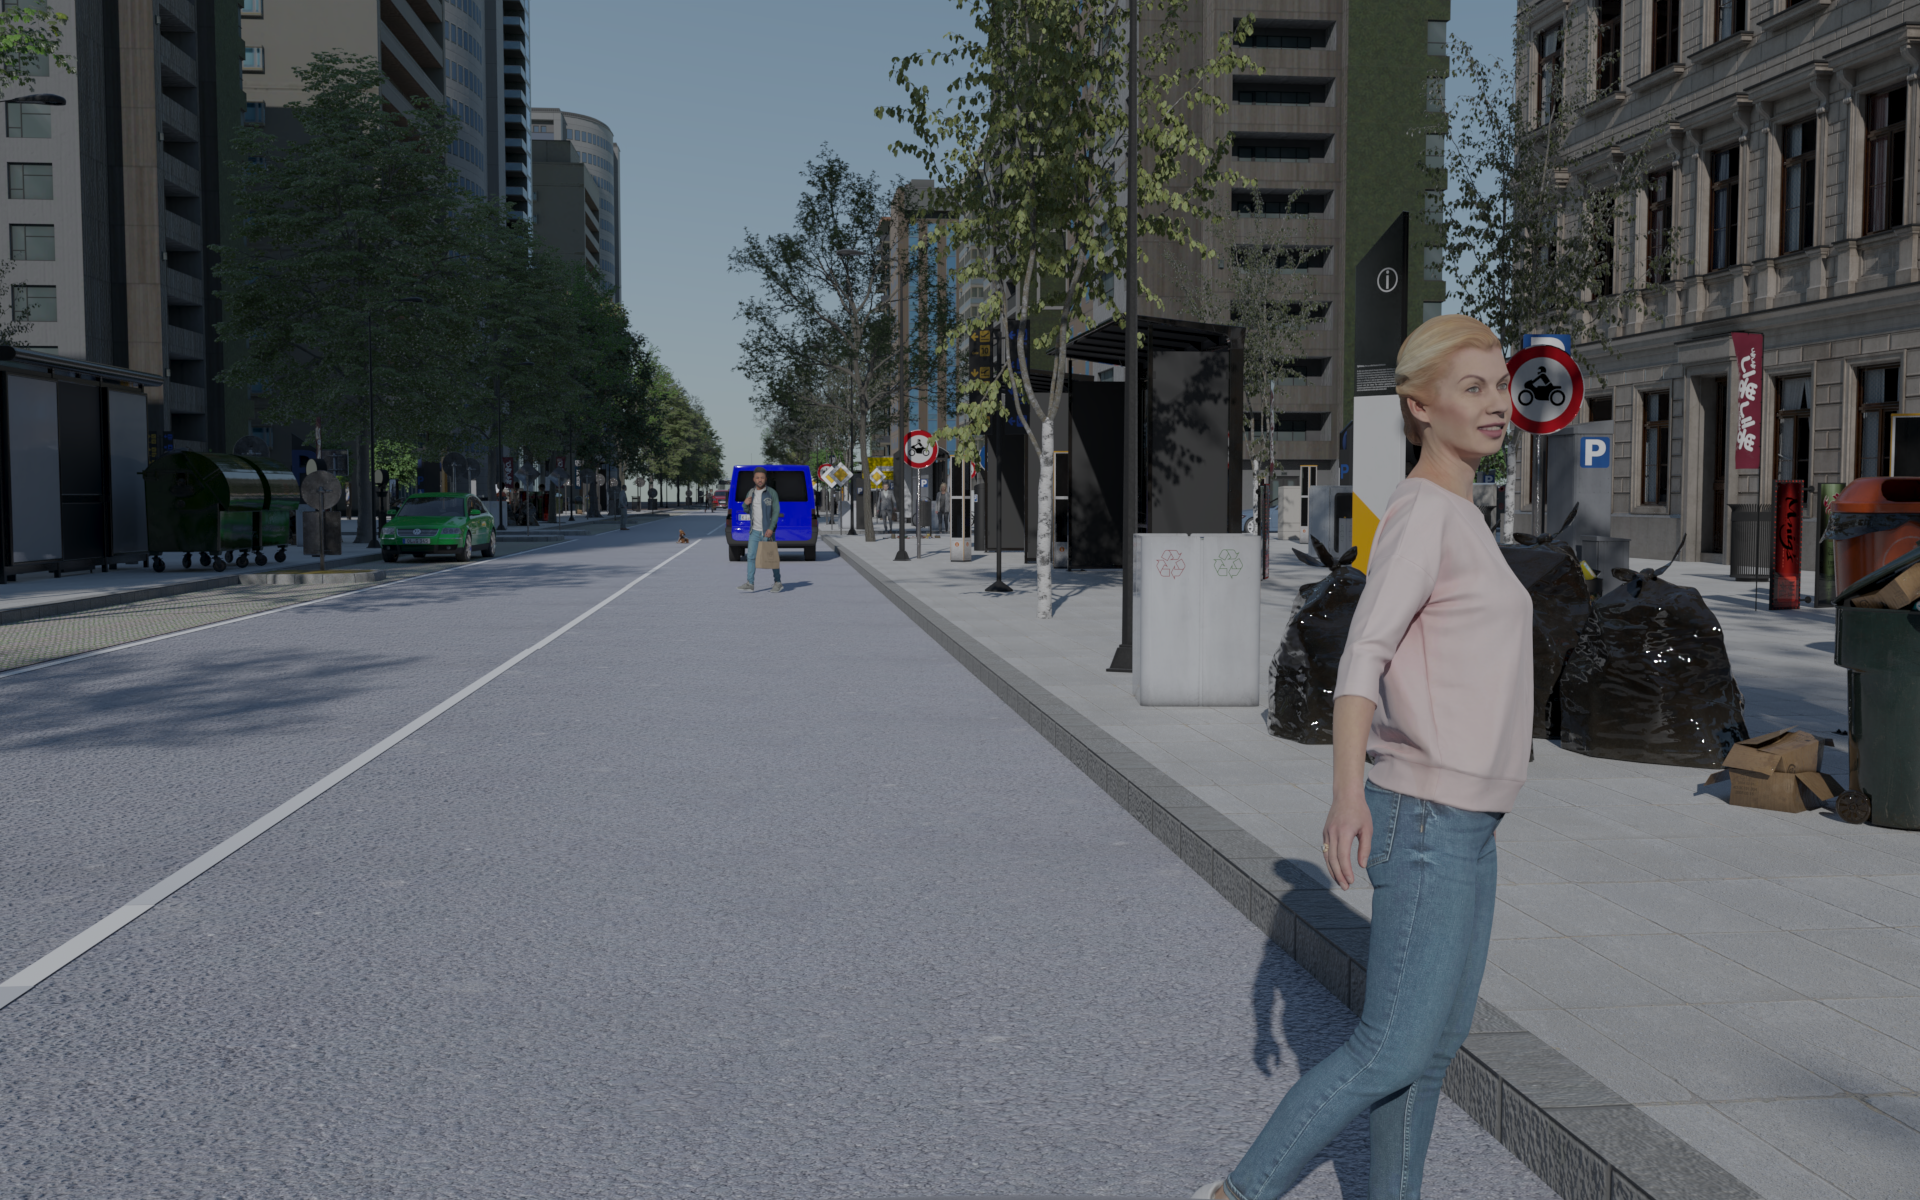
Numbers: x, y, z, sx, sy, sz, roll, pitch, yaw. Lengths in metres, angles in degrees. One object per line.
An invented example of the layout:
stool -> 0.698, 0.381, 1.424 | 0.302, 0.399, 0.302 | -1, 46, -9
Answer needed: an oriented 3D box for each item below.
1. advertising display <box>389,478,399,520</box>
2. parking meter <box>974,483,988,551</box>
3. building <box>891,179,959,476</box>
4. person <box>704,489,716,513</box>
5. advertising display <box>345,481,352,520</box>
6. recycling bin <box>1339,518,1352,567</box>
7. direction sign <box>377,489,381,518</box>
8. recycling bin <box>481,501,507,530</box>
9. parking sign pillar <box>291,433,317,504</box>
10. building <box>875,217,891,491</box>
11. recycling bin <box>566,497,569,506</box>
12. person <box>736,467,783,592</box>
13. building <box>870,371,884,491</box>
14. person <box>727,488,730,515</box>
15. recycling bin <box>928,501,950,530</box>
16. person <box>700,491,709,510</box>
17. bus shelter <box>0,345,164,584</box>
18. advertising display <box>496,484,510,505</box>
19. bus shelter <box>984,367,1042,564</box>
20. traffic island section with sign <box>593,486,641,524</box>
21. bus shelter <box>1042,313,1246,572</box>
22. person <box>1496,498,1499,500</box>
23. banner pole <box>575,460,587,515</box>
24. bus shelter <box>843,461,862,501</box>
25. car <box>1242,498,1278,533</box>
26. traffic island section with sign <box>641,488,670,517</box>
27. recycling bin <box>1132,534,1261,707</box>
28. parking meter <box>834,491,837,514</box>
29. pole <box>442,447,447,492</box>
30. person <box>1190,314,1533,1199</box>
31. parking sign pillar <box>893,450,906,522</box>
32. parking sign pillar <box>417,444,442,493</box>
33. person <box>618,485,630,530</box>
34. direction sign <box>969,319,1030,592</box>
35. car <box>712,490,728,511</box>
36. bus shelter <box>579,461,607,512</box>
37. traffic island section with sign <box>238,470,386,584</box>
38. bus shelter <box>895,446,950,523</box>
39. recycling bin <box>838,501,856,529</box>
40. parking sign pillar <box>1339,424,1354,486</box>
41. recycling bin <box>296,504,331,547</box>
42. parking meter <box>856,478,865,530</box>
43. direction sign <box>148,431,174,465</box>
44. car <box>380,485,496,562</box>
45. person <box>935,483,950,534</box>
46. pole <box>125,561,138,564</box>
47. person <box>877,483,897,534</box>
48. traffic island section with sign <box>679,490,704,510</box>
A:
advertising display -> -23.369, -4.056, 71.531 | 0.123, 1.923, 0.974 | -2, 4, -34
parking meter -> 0.499, -1.880, 39.157 | 0.372, 1.533, 0.369 | 0, 3, 0
building -> -2.440, -36.460, 246.233 | 14.600, 45.320, 14.200 | 0, 4, -6
person -> -19.141, -7.595, 132.643 | 0.822, 1.834, 0.622 | 1, 4, 12
advertising display -> -30.646, -4.991, 86.815 | 0.123, 1.923, 0.974 | -2, 4, -30
recycling bin -> 4.338, -0.324, 17.859 | 0.722, 1.027, 0.722 | 0, 4, -1
direction sign -> -31.087, -6.165, 92.789 | 0.379, 3.537, 0.876 | -2, 4, -30
recycling bin -> -16.846, -3.057, 62.544 | 0.722, 1.027, 0.722 | 3, 5, 43
parking sign pillar -> -28.697, -5.363, 76.149 | 1.447, 3.967, 1.447 | 0, 4, -7
building -> -1.767, -37.515, 267.994 | 22.147, 44.769, 28.867 | 0, 4, -6
recycling bin -> -30.282, -7.328, 132.374 | 0.722, 1.027, 0.722 | -1, 4, -23
person -> -2.831, -1.010, 24.994 | 0.794, 1.824, 0.713 | 3, 5, 44
building -> -8.237, -31.729, 290.471 | 14.160, 30.474, 14.107 | 0, 4, -6
person -> -15.201, -6.486, 114.739 | 0.583, 1.804, 0.606 | -2, 4, -35
recycling bin -> -0.688, -3.047, 62.372 | 0.722, 1.027, 0.722 | 1, 4, 22
person -> -22.959, -9.053, 157.227 | 1.217, 1.735, 0.721 | 0, 4, 6
bus shelter -> -14.509, -2.946, 25.796 | 2.179, 5.291, 8.768 | 0, 4, -6
advertising display -> -28.741, -6.335, 108.792 | 0.974, 1.923, 0.123 | 0, 4, 4
bus shelter -> 1.361, -2.666, 34.872 | 1.731, 3.624, 6.357 | 0, 4, -6
traffic island section with sign -> -16.570, -4.574, 83.407 | 1.989, 1.847, 2.006 | 0, 4, -6
bus shelter -> 2.614, -2.103, 25.662 | 1.731, 3.624, 6.357 | 0, 4, -6
person -> 19.037, -3.277, 62.248 | 0.590, 1.801, 0.661 | 1, 4, 15
banner pole -> -23.423, -7.146, 106.850 | 0.401, 3.779, 0.863 | 3, 5, 43
bus shelter -> -6.513, -7.081, 109.697 | 2.014, 3.302, 5.546 | 0, 4, -6
car -> 11.428, -2.949, 60.225 | 4.499, 1.417, 2.014 | 0, 4, -8
traffic island section with sign -> -19.542, -6.227, 110.446 | 1.989, 1.847, 2.006 | 0, 4, -6
recycling bin -> 1.460, 0.109, 10.772 | 0.722, 1.027, 0.722 | 0, 4, 1
parking meter -> -8.022, -6.231, 110.287 | 0.372, 1.533, 0.369 | 0, 3, 0
pole -> -21.972, -4.893, 73.848 | 0.158, 3.312, 0.155 | 0, 3, 0
person -> 0.682, 0.378, 2.985 | 0.598, 1.740, 0.731 | 1, 4, 13
parking sign pillar -> -2.358, -5.521, 78.745 | 1.447, 3.967, 1.447 | 1, 4, 20
parking sign pillar -> -29.237, -6.591, 96.242 | 1.447, 3.967, 1.447 | 1, 4, 10
person -> -13.387, -3.688, 68.901 | 0.391, 1.810, 0.635 | -1, 4, -19
direction sign -> 0.513, -1.880, 22.740 | 0.876, 3.537, 0.379 | 2, 4, 27
car -> -20.544, -8.680, 150.593 | 2.281, 1.827, 5.304 | 0, 4, -6
bus shelter -> -26.467, -8.230, 125.839 | 1.731, 3.624, 6.357 | 0, 4, -6
traffic island section with sign -> -10.545, -1.209, 28.390 | 1.989, 1.847, 2.006 | 0, 4, -6
bus shelter -> -1.541, -4.871, 73.569 | 2.014, 3.302, 5.546 | 0, 4, -6
recycling bin -> -4.116, -3.162, 64.246 | 0.722, 1.027, 0.722 | -1, 4, -12
parking sign pillar -> 11.389, -3.710, 49.130 | 1.447, 3.967, 1.447 | -2, 4, -31
recycling bin -> -15.863, -1.835, 42.554 | 0.722, 1.027, 0.722 | -1, 4, -9
parking meter -> -3.532, -3.474, 62.508 | 0.399, 1.863, 0.255 | 2, 4, 26
direction sign -> -28.714, -4.297, 62.254 | 0.876, 3.537, 0.379 | -1, 4, -17
car -> -11.288, -1.763, 37.623 | 1.959, 1.807, 4.718 | 0, 4, -5
person -> -0.464, -2.975, 57.324 | 0.709, 1.800, 0.728 | 1, 4, 9
pole -> -15.140, -2.307, 31.564 | 0.158, 3.312, 0.155 | 0, 3, 0
person -> -2.512, -3.124, 59.698 | 0.709, 1.813, 0.853 | 0, 4, -3
traffic island section with sign -> -24.990, -9.266, 160.123 | 1.989, 1.847, 2.006 | 0, 4, -6
